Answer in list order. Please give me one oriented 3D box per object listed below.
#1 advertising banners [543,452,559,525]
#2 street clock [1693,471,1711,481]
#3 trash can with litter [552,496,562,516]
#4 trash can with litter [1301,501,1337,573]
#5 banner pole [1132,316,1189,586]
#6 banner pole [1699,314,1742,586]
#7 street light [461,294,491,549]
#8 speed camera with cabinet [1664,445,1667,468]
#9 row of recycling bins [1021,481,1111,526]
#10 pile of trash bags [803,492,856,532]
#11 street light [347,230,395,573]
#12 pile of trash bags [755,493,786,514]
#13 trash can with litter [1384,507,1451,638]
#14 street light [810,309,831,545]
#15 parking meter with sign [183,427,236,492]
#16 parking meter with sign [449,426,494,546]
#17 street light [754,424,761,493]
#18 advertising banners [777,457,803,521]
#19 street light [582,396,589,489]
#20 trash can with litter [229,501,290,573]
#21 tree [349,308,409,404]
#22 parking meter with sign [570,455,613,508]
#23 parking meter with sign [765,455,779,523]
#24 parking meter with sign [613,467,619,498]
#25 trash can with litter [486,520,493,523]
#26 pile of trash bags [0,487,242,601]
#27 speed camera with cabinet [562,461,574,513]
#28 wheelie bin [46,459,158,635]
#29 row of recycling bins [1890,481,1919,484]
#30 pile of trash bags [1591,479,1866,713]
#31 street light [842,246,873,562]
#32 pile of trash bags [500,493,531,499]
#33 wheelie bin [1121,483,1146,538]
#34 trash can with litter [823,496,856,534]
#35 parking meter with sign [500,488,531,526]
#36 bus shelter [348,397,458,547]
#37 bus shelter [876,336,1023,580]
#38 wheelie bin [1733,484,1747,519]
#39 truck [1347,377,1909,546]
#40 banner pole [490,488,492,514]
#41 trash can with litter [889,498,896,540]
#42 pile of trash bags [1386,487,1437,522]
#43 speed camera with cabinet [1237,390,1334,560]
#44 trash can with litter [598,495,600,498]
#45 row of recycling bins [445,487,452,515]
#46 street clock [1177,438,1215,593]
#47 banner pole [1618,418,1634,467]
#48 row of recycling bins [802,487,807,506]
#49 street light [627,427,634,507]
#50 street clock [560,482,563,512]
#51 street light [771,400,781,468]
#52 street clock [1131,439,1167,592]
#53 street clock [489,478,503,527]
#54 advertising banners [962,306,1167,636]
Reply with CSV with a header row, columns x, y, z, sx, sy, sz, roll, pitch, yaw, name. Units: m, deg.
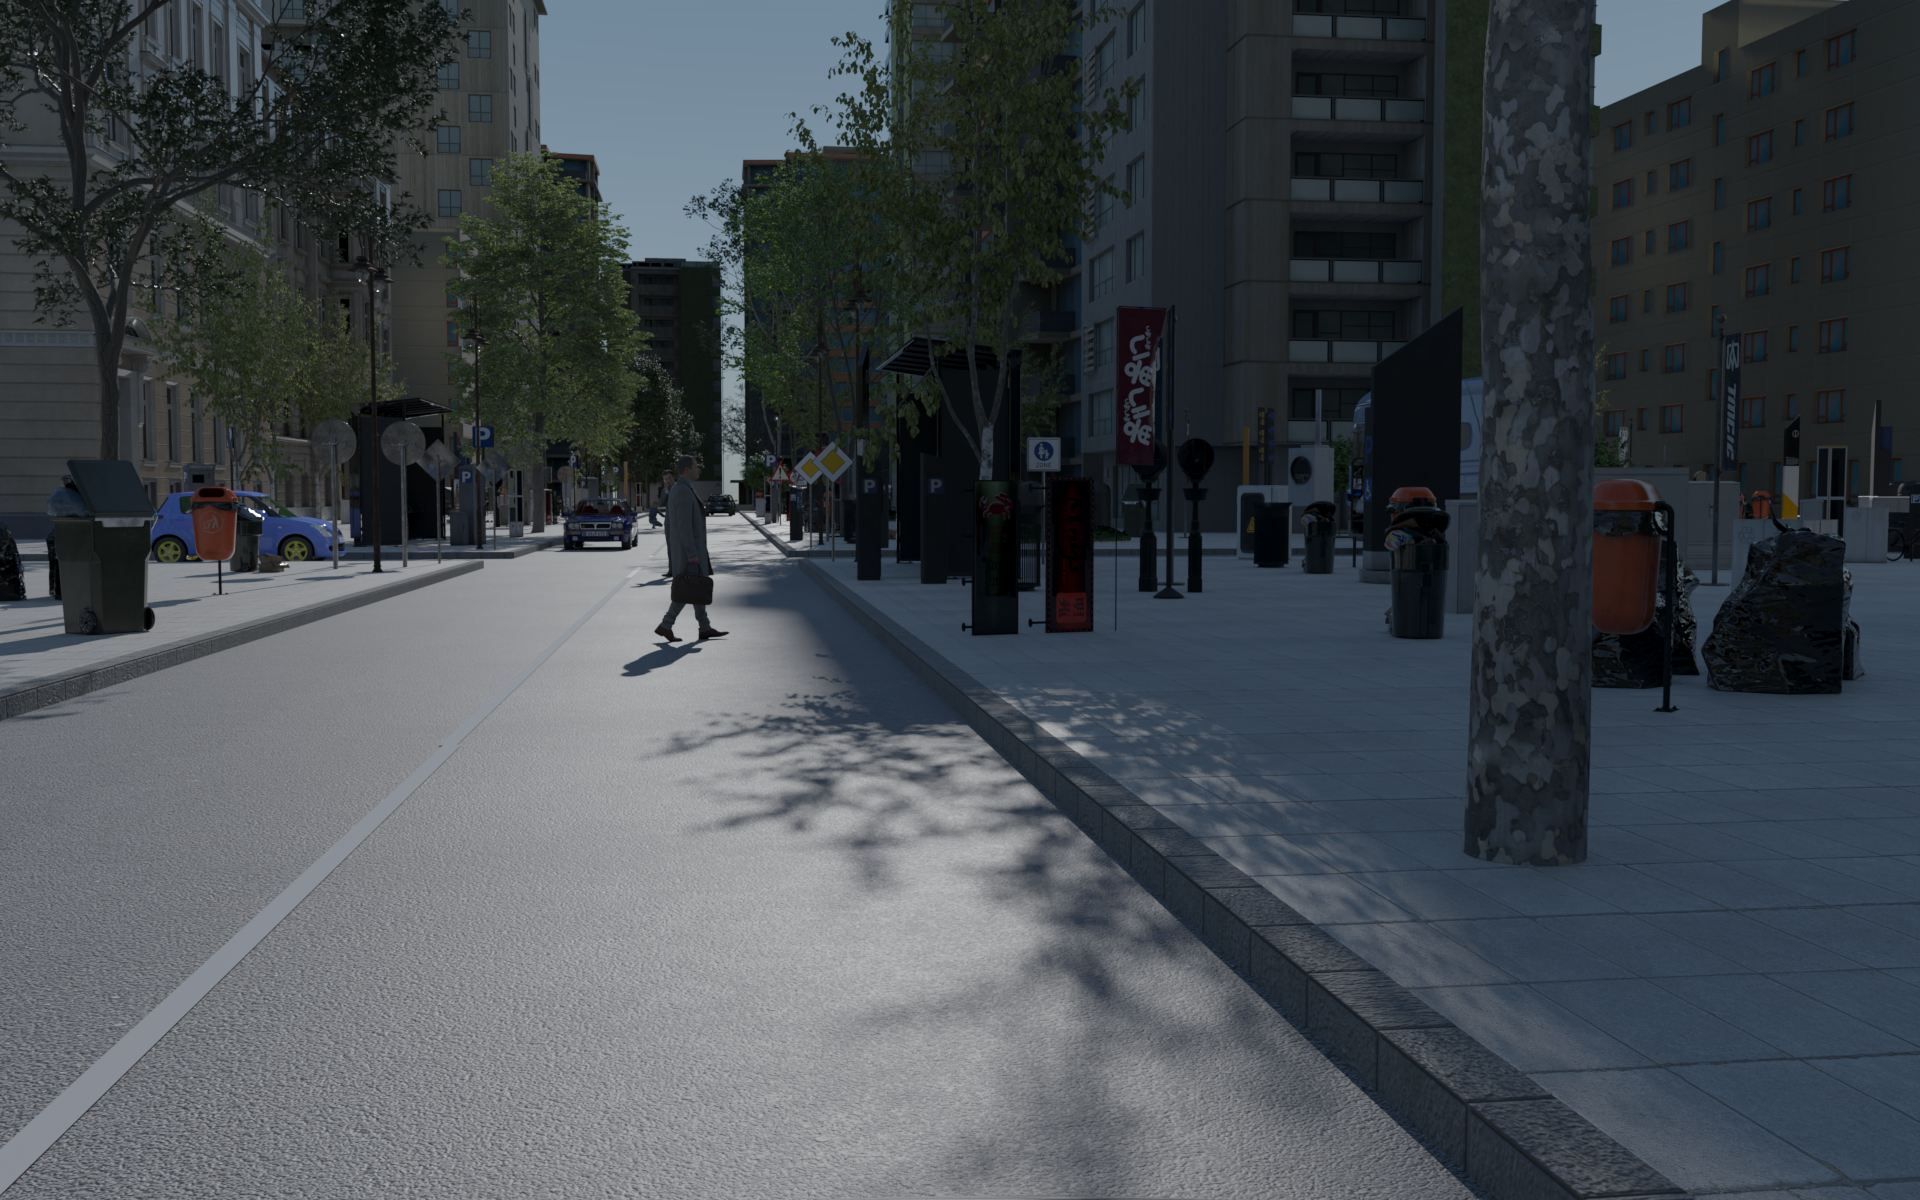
x,y,z,sx,sy,sz,roll,pitch,yaw,name
-17.241,-4.669,72.530,0.090,3.025,2.074,0,4,8,advertising banners
23.461,-3.073,54.809,0.471,2.002,0.358,0,4,0,street clock
-23.726,-5.466,100.752,1.055,1.170,0.624,-2,4,-24,trash can with litter
5.754,-1.027,28.180,0.624,1.170,1.055,0,4,-1,trash can with litter
2.795,-2.107,24.460,0.863,3.779,0.401,3,4,38,banner pole
10.579,-2.075,23.943,0.401,3.779,0.863,0,4,0,banner pole
-11.176,-4.119,40.131,0.468,5.910,1.993,0,4,-8,street light
28.209,-4.676,70.784,0.660,3.252,2.038,-1,4,-12,speed camera with cabinet
3.340,-2.975,55.752,3.534,1.692,1.069,-2,4,-35,row of recycling bins
-4.460,-3.043,59.503,1.912,1.369,3.447,0,4,-7,pile of trash bags
-9.541,-3.388,28.186,0.468,5.910,1.993,0,4,-8,street light
-12.341,-6.216,111.380,1.912,1.369,3.447,1,4,16,pile of trash bags
4.054,-0.263,15.690,0.624,1.170,1.055,0,4,1,trash can with litter
-3.502,-4.322,43.457,0.468,5.910,1.993,0,4,-8,street light
-19.539,-2.947,44.440,1.738,3.016,0.543,-3,4,-39,parking meter with sign
-12.345,-2.901,43.697,0.543,3.016,1.738,0,4,8,parking meter with sign
-13.315,-8.644,114.123,0.468,5.910,1.993,0,4,-8,street light
-8.202,-5.335,83.419,0.090,3.025,2.074,2,4,32,advertising banners
-16.196,-6.254,75.042,0.468,5.910,1.993,0,4,-8,street light
-11.582,-1.052,28.584,1.055,1.170,0.624,1,4,13,trash can with litter
-23.100,-7.104,66.520,4.360,8.622,3.978,0,3,0,tree
-16.593,-4.980,77.682,0.543,3.016,1.738,3,5,44,parking meter with sign
-8.352,-4.959,77.333,0.543,3.016,1.738,0,4,-1,parking meter with sign
-22.522,-7.003,110.756,1.738,3.016,0.543,3,5,44,parking meter with sign
-21.547,-4.078,77.732,1.678,1.210,2.233,-1,4,-14,trash can with litter
-10.749,-0.719,21.504,3.447,1.369,1.912,-1,4,-14,pile of trash bags
-23.350,-6.652,103.091,0.660,3.252,2.038,-1,4,-10,speed camera with cabinet
-7.952,-0.495,16.007,0.693,1.594,0.980,2,4,29,wheelie bin
29.125,-2.769,52.389,1.069,1.692,3.534,0,4,-1,row of recycling bins
4.828,-0.107,11.495,1.912,1.369,3.447,3,4,36,pile of trash bags
-1.915,-3.651,32.489,0.468,5.910,1.993,0,4,-8,street light
-26.764,-5.736,103.540,1.912,1.369,3.447,-3,4,-38,pile of trash bags
5.208,-2.654,51.296,0.980,1.594,0.693,3,5,41,wheelie bin
-3.577,-2.773,56.389,2.233,1.210,1.678,-2,4,-34,trash can with litter
-17.867,-4.538,70.456,1.738,3.016,0.543,0,4,0,parking meter with sign
-14.385,-3.289,45.060,1.731,3.624,6.357,0,4,-8,bus shelter
-0.263,-2.309,29.042,1.731,3.624,6.357,0,4,-8,bus shelter
22.282,-2.571,49.937,0.693,1.594,0.980,1,4,18,wheelie bin
17.703,-3.106,40.535,18.799,4.110,2.967,-1,4,-9,truck
-29.899,-7.402,111.041,0.401,3.779,0.863,3,5,45,banner pole
-2.134,-2.303,49.036,1.055,1.170,0.624,3,4,38,trash can with litter
7.065,-0.751,22.038,3.447,1.369,1.912,-1,4,-12,pile of trash bags
6.235,-2.384,33.313,0.660,3.252,2.038,-2,4,-35,speed camera with cabinet
-21.042,-5.355,98.604,2.233,1.210,1.678,-1,4,-12,trash can with litter
-31.342,-6.040,105.863,1.069,1.692,3.534,-1,4,-12,row of recycling bins
3.067,-1.101,22.564,0.471,2.002,0.358,0,4,5,street clock
21.759,-4.072,56.587,0.863,3.779,0.401,-2,4,-31,banner pole
-9.519,-5.919,103.887,1.069,1.692,3.534,0,4,6,row of recycling bins
-20.957,-8.392,109.989,0.468,5.910,1.993,0,4,-8,street light
-24.198,-6.170,105.455,0.358,2.002,0.471,-1,4,-12,street clock
-8.391,-6.508,79.199,0.468,5.910,1.993,0,4,-8,street light
2.474,-1.110,22.719,0.471,2.002,0.358,2,4,33,street clock
-17.855,-3.799,66.689,0.358,2.002,0.471,3,5,45,street clock
0.988,-1.210,15.965,2.074,3.025,0.090,-1,4,-22,advertising banners
